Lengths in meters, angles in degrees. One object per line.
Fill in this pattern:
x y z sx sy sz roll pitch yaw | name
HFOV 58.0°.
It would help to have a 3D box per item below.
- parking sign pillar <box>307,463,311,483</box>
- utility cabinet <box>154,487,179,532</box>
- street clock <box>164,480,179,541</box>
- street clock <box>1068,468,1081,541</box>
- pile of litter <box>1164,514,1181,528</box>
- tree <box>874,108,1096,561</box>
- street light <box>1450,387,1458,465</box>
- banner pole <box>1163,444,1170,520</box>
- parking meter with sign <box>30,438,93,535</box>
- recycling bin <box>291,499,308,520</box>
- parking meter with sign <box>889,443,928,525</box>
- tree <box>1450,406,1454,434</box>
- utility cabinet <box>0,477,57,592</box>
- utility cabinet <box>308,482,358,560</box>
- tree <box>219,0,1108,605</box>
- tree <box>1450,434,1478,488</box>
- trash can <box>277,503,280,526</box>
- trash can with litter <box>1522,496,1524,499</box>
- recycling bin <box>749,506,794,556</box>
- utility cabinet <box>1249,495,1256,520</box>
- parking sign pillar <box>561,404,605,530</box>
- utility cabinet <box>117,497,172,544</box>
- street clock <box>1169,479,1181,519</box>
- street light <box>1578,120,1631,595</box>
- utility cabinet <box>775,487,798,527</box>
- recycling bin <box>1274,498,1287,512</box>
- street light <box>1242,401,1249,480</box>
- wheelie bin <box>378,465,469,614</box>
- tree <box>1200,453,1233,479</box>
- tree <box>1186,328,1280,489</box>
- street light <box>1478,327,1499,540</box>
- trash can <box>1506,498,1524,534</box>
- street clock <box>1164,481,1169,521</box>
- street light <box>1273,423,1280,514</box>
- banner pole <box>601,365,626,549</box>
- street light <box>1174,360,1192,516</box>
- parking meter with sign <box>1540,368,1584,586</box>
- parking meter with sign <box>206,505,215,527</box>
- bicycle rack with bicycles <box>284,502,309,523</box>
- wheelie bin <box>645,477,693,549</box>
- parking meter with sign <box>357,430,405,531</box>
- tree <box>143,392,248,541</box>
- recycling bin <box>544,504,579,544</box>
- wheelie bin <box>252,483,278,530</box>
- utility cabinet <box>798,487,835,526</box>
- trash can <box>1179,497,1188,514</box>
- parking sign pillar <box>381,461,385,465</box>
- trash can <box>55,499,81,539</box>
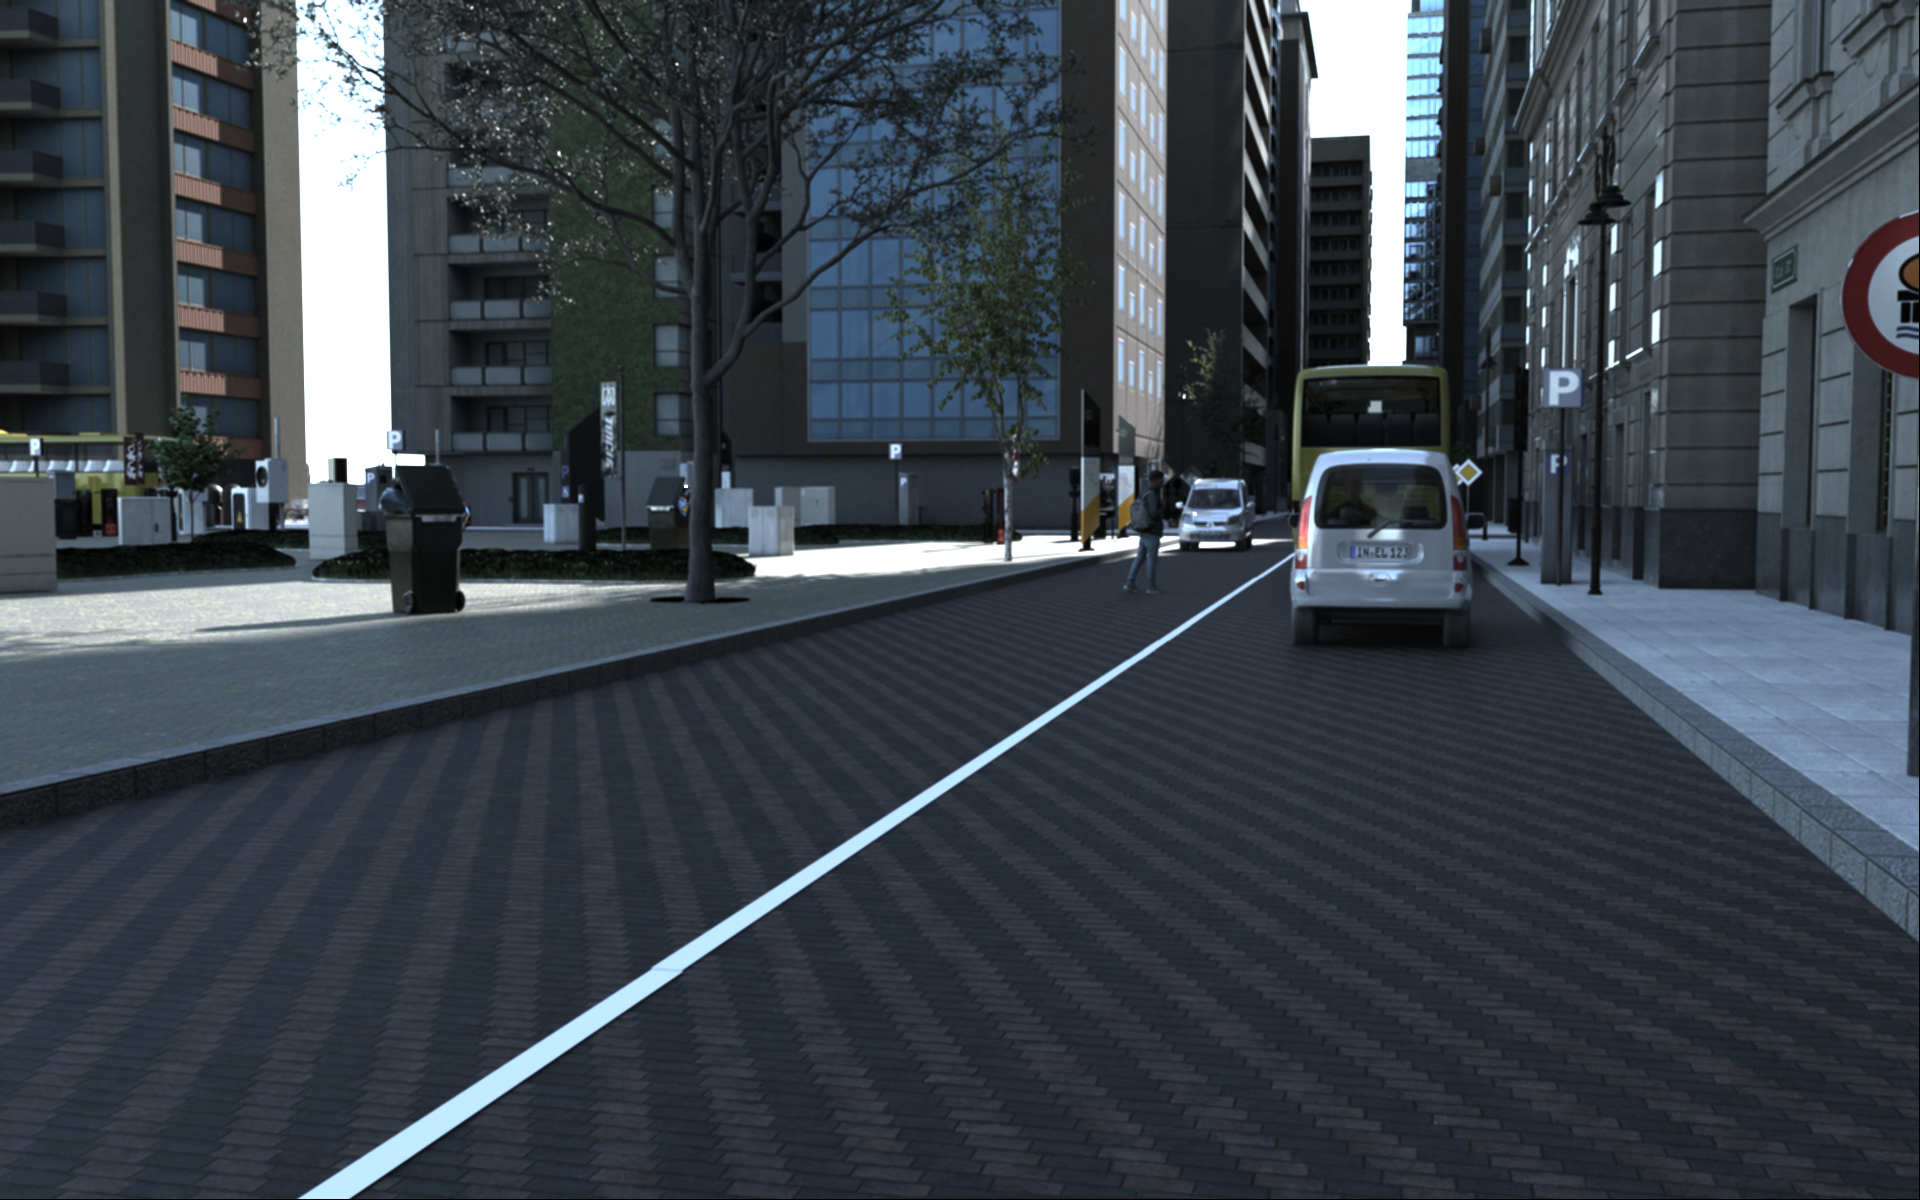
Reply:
-39.647 -7.093 104.439 1.447 3.967 1.447 1 4 9 | parking sign pillar
-25.834 -2.955 56.991 1.173 1.500 0.318 -1 4 -11 | utility cabinet
-21.330 -2.588 46.884 0.358 2.002 0.471 -2 4 -27 | street clock
3.130 -2.614 47.307 0.358 2.002 0.471 0 4 -5 | street clock
8.497 -3.204 66.356 1.719 0.858 1.176 -1 4 -13 | pile of litter
0.746 -5.036 32.699 4.737 8.622 4.395 0 3 0 | tree
21.340 -6.267 75.252 0.468 5.910 1.993 1 4 14 | street light
10.278 -5.872 86.024 0.401 3.779 0.863 0 4 0 | banner pole
-28.330 -3.572 54.668 0.543 3.016 1.738 2 4 28 | parking meter with sign
-32.881 -4.523 86.498 0.722 1.027 0.722 1 4 16 | recycling bin
-1.755 -3.925 60.432 0.543 3.016 1.738 2 4 32 | parking meter with sign
33.110 -10.630 124.163 4.737 8.622 4.395 0 3 0 | tree
-12.384 -0.842 22.441 0.318 1.500 1.173 2 4 35 | utility cabinet
-12.057 -1.508 33.329 1.173 1.500 0.318 3 4 37 | utility cabinet
-2.953 -6.722 20.276 12.009 13.543 11.850 0 3 0 | tree
26.162 -6.667 92.716 4.285 4.588 4.351 0 3 0 | tree
-27.885 -3.584 70.245 0.748 1.137 0.748 0 3 0 | trash can
29.944 -4.921 91.518 2.233 1.210 1.678 -1 4 -21 | trash can with litter
-3.925 -1.436 36.038 0.722 1.027 0.722 1 4 22 | recycling bin
14.386 -4.529 85.203 0.306 1.237 1.020 1 4 11 | utility cabinet
-11.223 -3.856 51.519 1.447 3.967 1.447 3 4 39 | parking sign pillar
-17.686 -1.616 37.588 1.020 1.237 0.306 -3 5 -43 | utility cabinet
10.413 -4.796 82.982 0.471 2.002 0.358 1 4 12 | street clock
8.106 -3.006 21.931 0.468 5.910 1.993 1 4 14 | street light
-5.292 -2.744 53.545 0.318 1.500 1.173 2 4 27 | utility cabinet
23.394 -6.956 126.290 0.722 1.027 0.722 2 4 35 | recycling bin
14.095 -6.929 86.069 0.468 5.910 1.993 1 4 14 | street light
-5.837 -0.664 18.764 0.693 1.594 0.980 3 5 42 | wheelie bin
11.814 -5.282 80.969 1.663 3.219 1.824 0 3 0 | tree
11.752 -7.710 76.415 4.360 8.622 3.978 0 3 0 | tree
14.628 -4.606 48.091 0.468 5.910 1.993 1 4 14 | street light
18.155 -2.735 56.365 0.748 1.137 0.748 0 3 0 | trash can
9.982 -4.817 83.323 0.358 2.002 0.471 0 4 6 | street clock
20.481 -8.531 112.262 0.468 5.910 1.993 1 4 14 | street light
-6.718 -2.673 33.718 0.863 3.779 0.401 3 4 39 | banner pole
7.697 -5.327 59.878 0.468 5.910 1.993 1 4 14 | street light
8.616 -1.752 24.903 0.543 3.016 1.738 1 4 17 | parking meter with sign
-29.764 -4.326 66.986 1.738 3.016 0.543 0 4 2 | parking meter with sign
-29.120 -3.947 77.910 2.925 0.926 2.852 1 4 15 | bicycle rack with bicycles
-5.279 -1.440 31.446 0.980 1.594 0.693 2 4 25 | wheelie bin
-15.622 -3.069 46.444 0.543 3.016 1.738 1 4 18 | parking meter with sign
-14.772 -2.351 33.047 1.663 3.219 1.824 0 3 0 | tree
-10.250 -1.960 44.593 0.722 1.027 0.722 -3 4 -36 | recycling bin
-20.137 -2.584 50.151 0.693 1.594 0.980 2 4 27 | wheelie bin
-4.284 -2.660 52.170 1.173 1.500 0.318 3 5 40 | utility cabinet
11.144 -4.508 85.363 0.748 1.137 0.748 0 3 0 | trash can
-47.794 -9.473 143.358 1.447 3.967 1.447 -3 5 -42 | parking sign pillar
-25.405 -2.300 49.262 0.748 1.137 0.748 0 3 0 | trash can
